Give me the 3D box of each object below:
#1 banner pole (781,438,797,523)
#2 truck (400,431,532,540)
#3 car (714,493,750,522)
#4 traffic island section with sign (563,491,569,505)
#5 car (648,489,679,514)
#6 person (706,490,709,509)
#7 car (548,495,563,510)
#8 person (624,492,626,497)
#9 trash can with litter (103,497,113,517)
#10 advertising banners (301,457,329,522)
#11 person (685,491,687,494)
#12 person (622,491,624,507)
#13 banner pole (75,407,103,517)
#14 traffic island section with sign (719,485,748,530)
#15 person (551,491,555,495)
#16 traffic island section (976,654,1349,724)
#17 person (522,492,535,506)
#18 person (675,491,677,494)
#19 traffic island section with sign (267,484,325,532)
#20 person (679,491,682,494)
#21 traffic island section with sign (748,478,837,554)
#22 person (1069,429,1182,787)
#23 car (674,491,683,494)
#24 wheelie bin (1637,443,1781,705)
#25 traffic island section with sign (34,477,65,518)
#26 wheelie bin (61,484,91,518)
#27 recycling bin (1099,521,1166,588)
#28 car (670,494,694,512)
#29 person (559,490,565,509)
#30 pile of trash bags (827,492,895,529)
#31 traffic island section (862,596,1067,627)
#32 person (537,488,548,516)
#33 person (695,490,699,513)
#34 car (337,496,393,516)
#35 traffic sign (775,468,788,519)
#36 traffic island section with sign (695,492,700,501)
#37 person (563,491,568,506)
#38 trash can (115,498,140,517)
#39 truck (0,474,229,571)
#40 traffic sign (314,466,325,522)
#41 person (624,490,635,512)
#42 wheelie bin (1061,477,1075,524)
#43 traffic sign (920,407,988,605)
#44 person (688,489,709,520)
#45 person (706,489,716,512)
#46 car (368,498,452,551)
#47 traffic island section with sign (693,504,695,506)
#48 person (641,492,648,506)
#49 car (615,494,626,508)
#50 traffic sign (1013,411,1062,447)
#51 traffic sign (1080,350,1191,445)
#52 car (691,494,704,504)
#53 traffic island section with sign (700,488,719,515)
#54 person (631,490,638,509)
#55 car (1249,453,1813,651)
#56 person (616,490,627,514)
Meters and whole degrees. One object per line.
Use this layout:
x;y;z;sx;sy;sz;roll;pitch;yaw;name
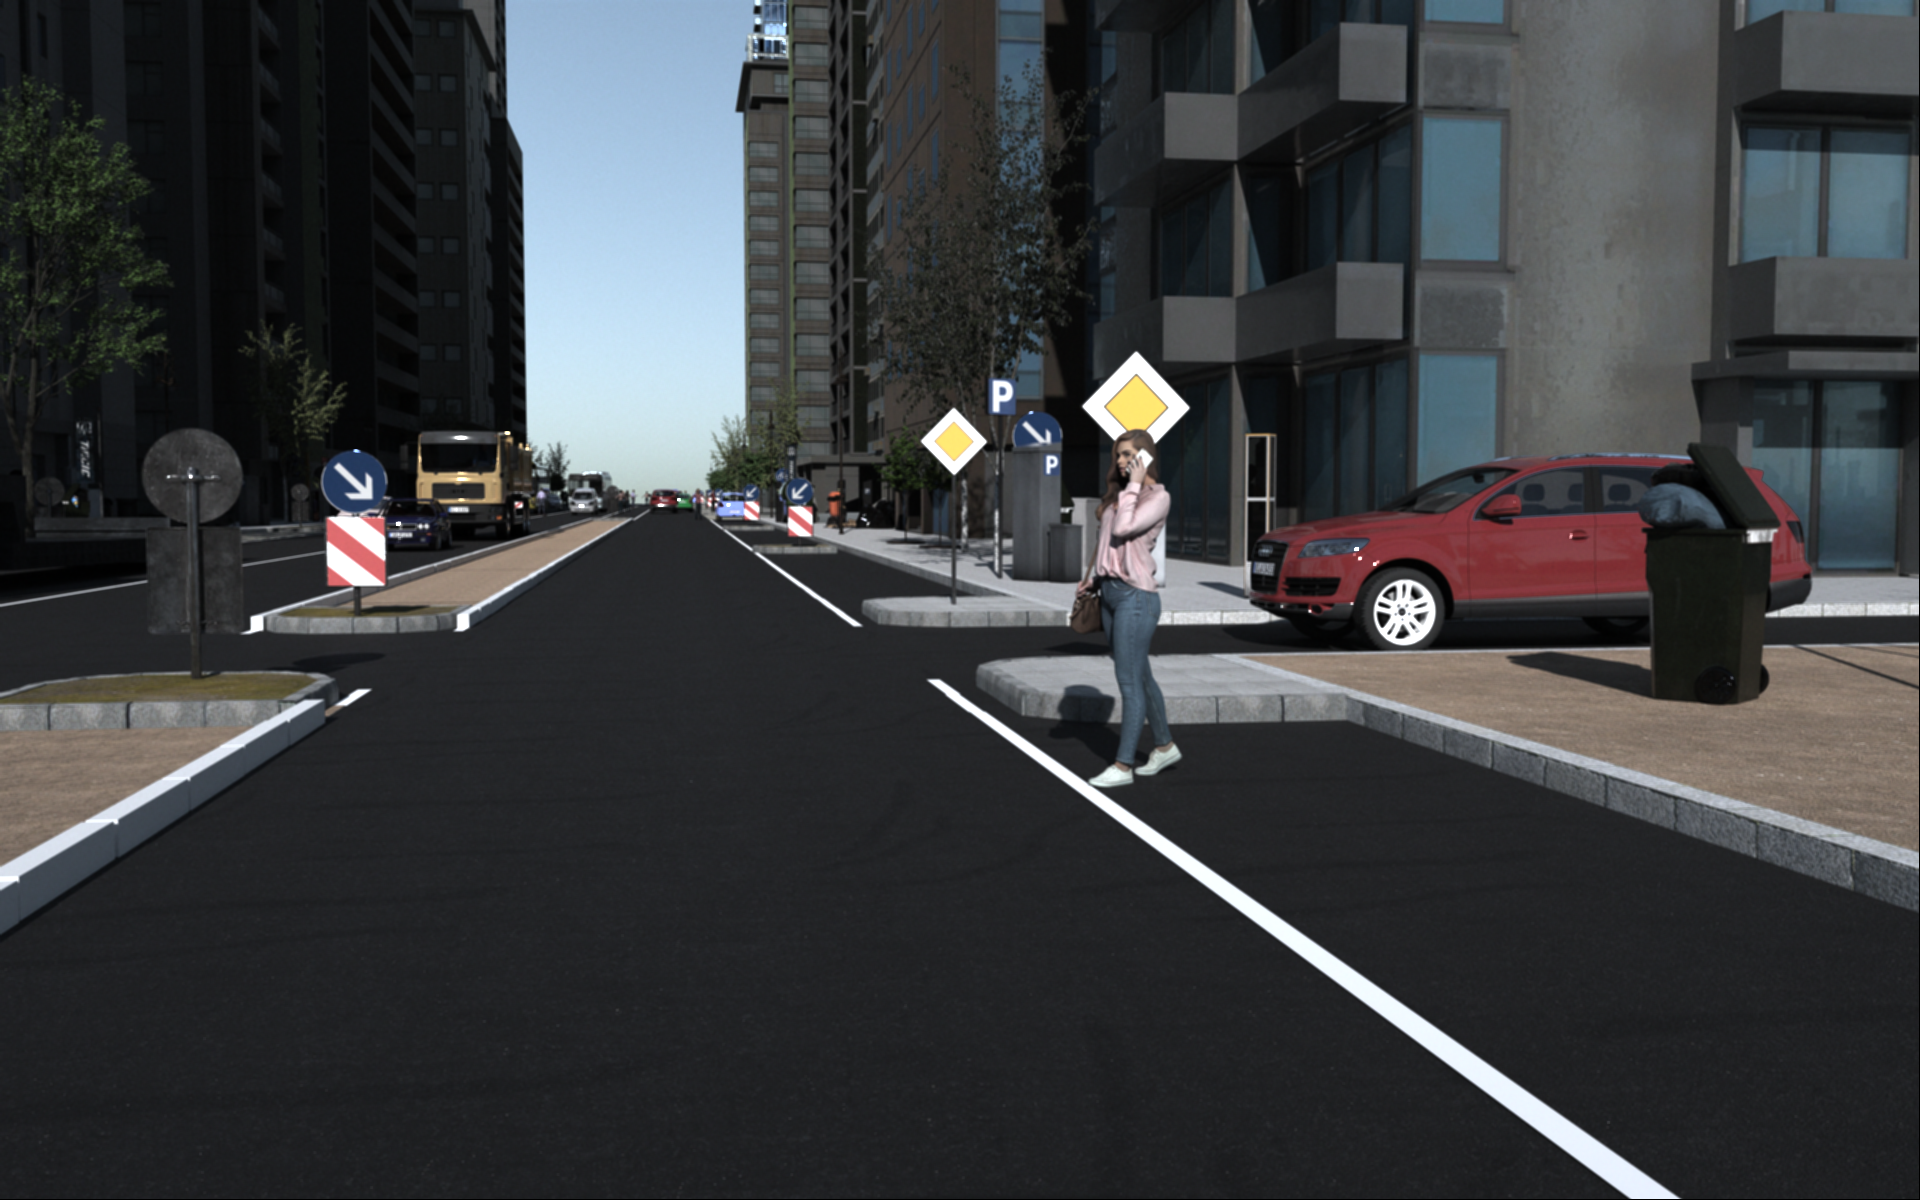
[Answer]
-7.597;-5.314;76.903;0.863;3.779;0.401;3;4;37;banner pole
-15.553;-3.657;55.710;3.469;3.379;9.791;0;4;-8;truck
-12.056;-5.025;91.745;1.945;1.707;3.694;-1;4;-10;car
-51.163;-13.161;223.816;1.989;1.847;2.006;-1;4;-9;traffic island section with sign
-22.013;-7.336;128.621;2.281;1.827;5.304;-1;4;-11;car
-24.615;-9.803;168.796;0.705;1.823;1.348;-1;4;-9;person
-36.062;-8.581;152.661;2.083;1.381;4.827;-1;4;-10;car
-45.938;-13.932;237.213;0.530;1.710;0.541;0;4;-2;person
-29.815;-2.993;60.315;0.624;1.170;1.055;-1;4;-21;trash can with litter
-30.287;-5.206;81.303;0.090;3.025;2.074;1;4;19;advertising banners
-25.523;-9.321;161.426;1.217;1.766;0.721;1;4;21;person
-37.041;-11.116;190.797;0.434;1.755;0.990;0;4;-5;person
-24.862;-3.644;49.594;0.863;3.779;0.401;-2;4;-33;banner pole
-8.482;-3.709;69.269;1.989;1.847;2.006;-1;4;-9;traffic island section with sign
-48.434;-12.069;205.928;0.705;1.812;1.348;3;4;37;person
1.247;0.614;12.248;2.009;0.180;2.903;-1;4;-9;traffic island section
-23.522;-5.193;94.198;0.721;1.735;1.217;1;4;19;person
-27.415;-9.661;167.011;0.990;1.755;0.434;1;4;10;person
-25.124;-3.499;65.835;1.989;1.847;2.006;-1;4;-9;traffic island section with sign
-28.784;-10.377;178.950;0.721;1.735;1.217;0;4;6;person
-4.104;-2.082;42.671;1.989;1.847;2.006;-1;4;-9;traffic island section with sign
0.889;0.028;8.628;0.643;1.750;0.593;-1;4;-22;person
-32.308;-11.511;196.874;2.281;1.827;5.304;0;4;-8;car
4.647;-0.177;10.810;0.693;1.594;0.980;3;5;42;wheelie bin
-20.722;-1.867;39.147;1.989;1.847;2.006;-1;4;-9;traffic island section with sign
-26.556;-2.701;52.077;0.693;1.594;0.980;-3;5;-44;wheelie bin
2.381;-0.697;23.949;0.722;1.027;0.722;-1;4;-18;recycling bin
-22.206;-7.907;138.079;1.959;1.807;4.718;-1;4;-11;car
-38.108;-9.612;165.676;0.705;1.822;1.348;1;4;21;person
-3.292;-3.335;64.273;3.447;1.369;1.912;-2;4;-26;pile of trash bags
-0.052;0.132;20.127;2.009;0.180;2.903;-1;4;-9;traffic island section
-27.190;-6.384;112.747;0.709;1.838;0.599;0;4;3;person
-20.240;-7.612;133.751;0.445;1.727;0.742;0;4;-7;person
-20.402;-2.913;59.996;2.083;1.381;4.827;-1;4;-11;car
-8.666;-5.189;84.946;0.768;2.556;0.104;0;4;-3;traffic sign
-21.040;-8.365;145.400;1.989;1.847;2.006;-1;4;-9;traffic island section with sign
-46.660;-12.036;205.367;0.705;1.814;1.350;2;4;34;person
-27.553;-2.794;57.328;0.748;1.137;0.748;0;3;0;trash can
-15.398;-2.289;27.192;2.967;4.110;18.799;0;4;-8;truck
-29.335;-4.866;79.661;0.768;2.556;0.104;0;4;-1;traffic sign
-26.883;-8.012;140.213;1.217;1.735;0.721;1;4;15;person
1.347;-1.208;27.662;0.980;1.594;0.693;-3;5;-39;wheelie bin
-0.074;-1.003;20.046;0.795;2.450;0.064;-1;4;-9;traffic sign
-14.708;-5.392;97.377;1.217;1.743;0.721;-1;4;-9;person
-19.706;-7.945;138.335;1.348;1.831;0.705;2;4;33;person
-14.113;-1.952;44.491;1.945;1.354;3.894;-1;4;-10;car
-29.981;-11.680;199.594;1.989;1.847;2.006;-1;4;-9;traffic island section with sign
-36.611;-11.813;202.356;1.217;1.736;0.721;-2;4;-25;person
-36.036;-10.575;182.685;2.009;1.686;4.222;0;4;-8;car
1.191;-1.633;26.808;0.768;2.556;0.104;0;4;-3;traffic sign
1.225;-0.521;12.167;0.795;2.450;0.064;-1;4;-9;traffic sign
-36.506;-14.139;240.757;1.945;1.707;3.694;0;4;-8;car
-16.648;-6.739;118.804;1.989;1.847;2.006;-1;4;-9;traffic island section with sign
-31.795;-9.834;169.156;0.599;1.838;0.709;-2;4;-35;person
5.390;-0.483;16.576;5.304;1.827;2.281;-1;4;-10;car
-24.616;-7.110;125.464;0.721;1.736;1.217;3;5;42;person
